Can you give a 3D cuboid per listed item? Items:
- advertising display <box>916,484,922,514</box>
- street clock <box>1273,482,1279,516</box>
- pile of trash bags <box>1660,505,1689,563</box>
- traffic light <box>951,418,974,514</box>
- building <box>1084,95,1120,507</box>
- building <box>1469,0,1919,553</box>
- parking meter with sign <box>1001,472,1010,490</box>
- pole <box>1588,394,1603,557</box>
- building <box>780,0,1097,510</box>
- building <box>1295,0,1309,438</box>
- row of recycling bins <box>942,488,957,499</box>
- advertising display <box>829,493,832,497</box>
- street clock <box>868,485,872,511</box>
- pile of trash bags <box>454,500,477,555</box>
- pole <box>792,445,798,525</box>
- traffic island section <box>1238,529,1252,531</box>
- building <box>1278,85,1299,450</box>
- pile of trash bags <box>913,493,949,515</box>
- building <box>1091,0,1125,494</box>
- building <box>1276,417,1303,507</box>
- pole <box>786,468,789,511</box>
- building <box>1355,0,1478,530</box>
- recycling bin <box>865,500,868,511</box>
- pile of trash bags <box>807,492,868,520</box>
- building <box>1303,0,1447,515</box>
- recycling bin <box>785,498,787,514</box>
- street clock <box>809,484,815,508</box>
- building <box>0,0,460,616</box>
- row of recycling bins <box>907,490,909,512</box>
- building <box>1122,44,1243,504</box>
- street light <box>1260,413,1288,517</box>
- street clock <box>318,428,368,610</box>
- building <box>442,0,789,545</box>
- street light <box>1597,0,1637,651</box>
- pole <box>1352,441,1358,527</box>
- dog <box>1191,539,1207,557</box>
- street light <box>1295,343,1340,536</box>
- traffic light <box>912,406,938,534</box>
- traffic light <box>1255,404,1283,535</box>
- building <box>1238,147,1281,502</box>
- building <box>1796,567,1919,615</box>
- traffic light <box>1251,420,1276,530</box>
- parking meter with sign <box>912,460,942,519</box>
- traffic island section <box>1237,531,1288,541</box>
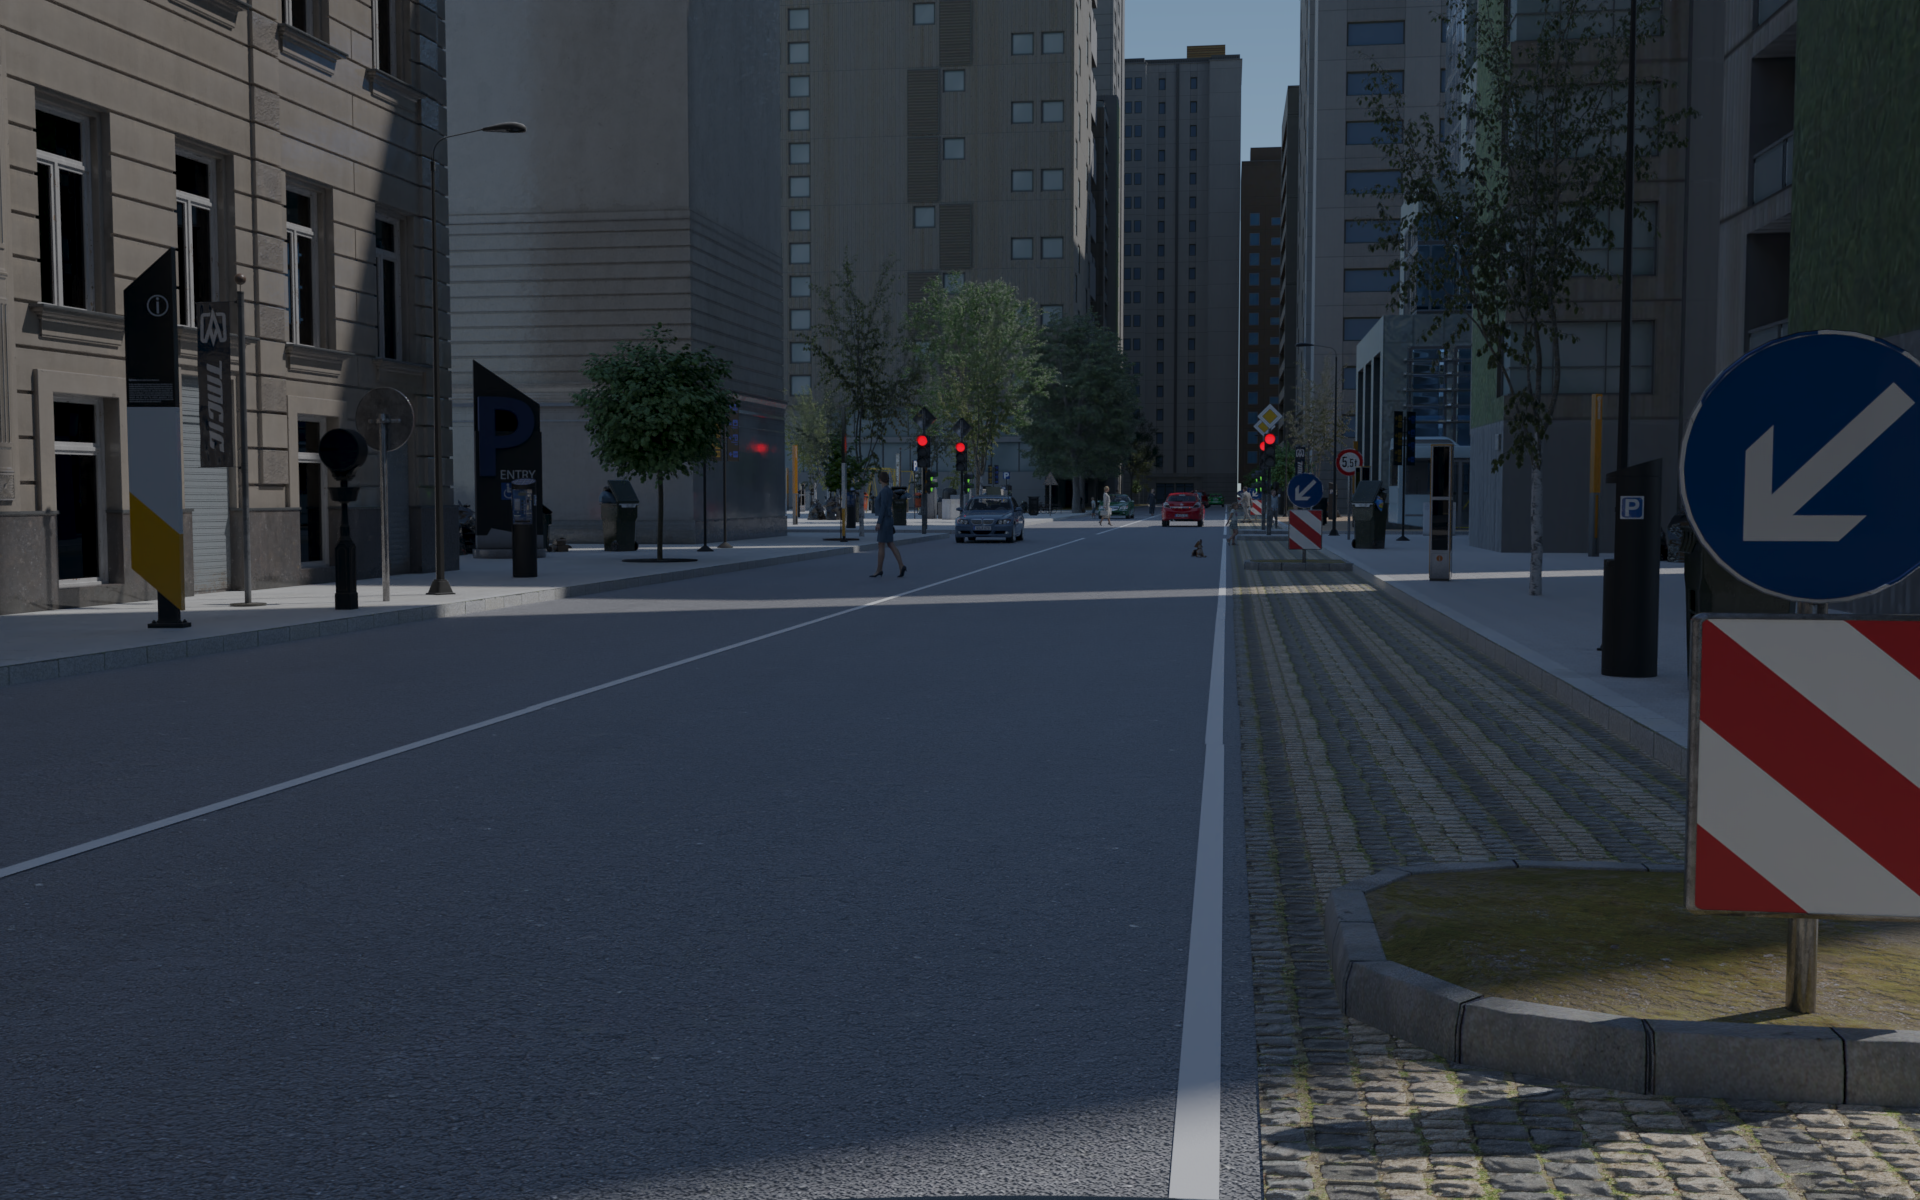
[{"bbox_3d":[-2.517,-6.688,114.558,0.123,1.923,0.974,3,5,45],"label":"advertising display"},{"bbox_3d":[18.662,-5.981,102.363,0.358,2.002,0.471,-1,4,-11],"label":"street clock"},{"bbox_3d":[14.681,-1.444,33.356,3.447,1.369,1.912,-1,4,-13],"label":"pile of trash bags"},{"bbox_3d":[0.080,-4.554,63.379,0.839,4.253,0.868,1,4,9],"label":"traffic light"},{"bbox_3d":[8.465,-29.959,173.431,14.154,41.232,14.086,1,4,9],"label":"building"},{"bbox_3d":[19.809,-21.940,42.309,14.154,41.232,14.086,1,4,9],"label":"building"},{"bbox_3d":[3.502,-8.601,136.879,0.543,3.016,1.738,1,4,13],"label":"parking meter with sign"},{"bbox_3d":[12.977,-2.540,35.372,0.158,3.312,0.155,0,3,0],"label":"pole"},{"bbox_3d":[-2.157,-34.504,153.386,28.713,52.752,27.495,1,4,9],"label":"building"},{"bbox_3d":[43.420,-34.306,150.145,28.713,52.752,27.495,1,4,9],"label":"building"},{"bbox_3d":[-0.754,-6.784,118.033,1.069,1.692,3.534,0,4,-3],"label":"row of recycling bins"},{"bbox_3d":[-9.232,-7.216,123.190,0.123,1.923,0.974,-1,4,-8],"label":"advertising display"},{"bbox_3d":[-6.932,-7.901,133.749,0.358,2.002,0.471,0,4,-6],"label":"street clock"},{"bbox_3d":[-11.881,-1.677,37.168,3.447,1.369,1.912,1,4,23],"label":"pile of trash bags"},{"bbox_3d":[-6.882,-4.797,72.269,0.158,3.312,0.155,0,3,0],"label":"pole"},{"bbox_3d":[10.855,-2.420,61.853,2.009,0.180,2.903,1,4,9],"label":"traffic island section"},{"bbox_3d":[47.256,-34.982,195.657,21.300,48.544,21.600,1,4,9],"label":"building"},{"bbox_3d":[-1.786,-5.922,106.571,1.912,1.369,3.447,2,4,33],"label":"pile of trash bags"},{"bbox_3d":[8.248,-46.685,201.559,20.611,71.187,20.563,1,4,9],"label":"building"},{"bbox_3d":[42.603,-45.020,174.332,20.563,71.187,20.611,1,4,9],"label":"building"},{"bbox_3d":[-13.434,-8.622,134.820,0.158,3.312,0.155,0,3,0],"label":"pole"},{"bbox_3d":[32.234,-46.242,68.725,31.000,86.520,22.319,1,4,9],"label":"building"},{"bbox_3d":[-7.281,-7.118,128.930,0.722,1.027,0.722,-2,4,-29],"label":"recycling bin"},{"bbox_3d":[-5.866,-4.675,86.184,1.912,1.369,3.447,3,5,41],"label":"pile of trash bags"},{"bbox_3d":[34.548,-35.286,118.932,21.231,58.520,28.212,1,4,9],"label":"building"},{"bbox_3d":[-11.581,-6.043,111.349,0.722,1.027,0.722,1,4,13],"label":"recycling bin"},{"bbox_3d":[-11.698,-8.205,138.720,0.358,2.002,0.471,0,4,2],"label":"street clock"},{"bbox_3d":[-15.861,-13.458,17.304,12.463,27.353,25.104,1,4,9],"label":"building"},{"bbox_3d":[-4.109,-6.945,120.663,1.069,1.692,3.534,0,4,3],"label":"row of recycling bins"},{"bbox_3d":[23.282,-42.232,232.499,28.212,58.520,21.231,1,4,9],"label":"building"},{"bbox_3d":[17.580,-7.568,96.284,1.470,5.913,1.316,1,4,9],"label":"street light"},{"bbox_3d":[-6.828,-0.896,19.222,0.471,2.002,0.358,0,4,7],"label":"street clock"},{"bbox_3d":[-14.837,-12.244,49.348,18.267,20.994,9.793,1,4,9],"label":"building"},{"bbox_3d":[4.869,-2.543,14.113,1.470,5.913,1.316,1,4,9],"label":"street light"},{"bbox_3d":[15.242,-4.464,66.832,0.158,3.312,0.155,0,3,0],"label":"pole"},{"bbox_3d":[5.505,-1.180,39.479,0.550,0.427,0.748,3,4,36],"label":"dog"},{"bbox_3d":[10.982,-4.936,53.240,1.470,5.913,1.316,1,4,9],"label":"street light"},{"bbox_3d":[-1.137,-4.071,55.486,0.839,4.253,0.868,1,4,9],"label":"traffic light"},{"bbox_3d":[9.600,-3.971,53.853,0.839,4.253,0.868,1,4,9],"label":"traffic light"},{"bbox_3d":[43.658,-35.217,225.905,14.200,45.320,14.600,1,4,9],"label":"building"},{"bbox_3d":[17.166,-20.600,20.412,14.154,41.232,14.086,1,4,9],"label":"building"},{"bbox_3d":[10.817,-4.454,61.745,0.839,4.253,0.868,1,4,9],"label":"traffic light"},{"bbox_3d":[-1.565,-5.693,89.347,1.738,3.016,0.543,1,4,19],"label":"parking meter with sign"},{"bbox_3d":[9.638,-1.938,53.961,2.009,0.180,2.903,1,4,9],"label":"traffic island section"}]
